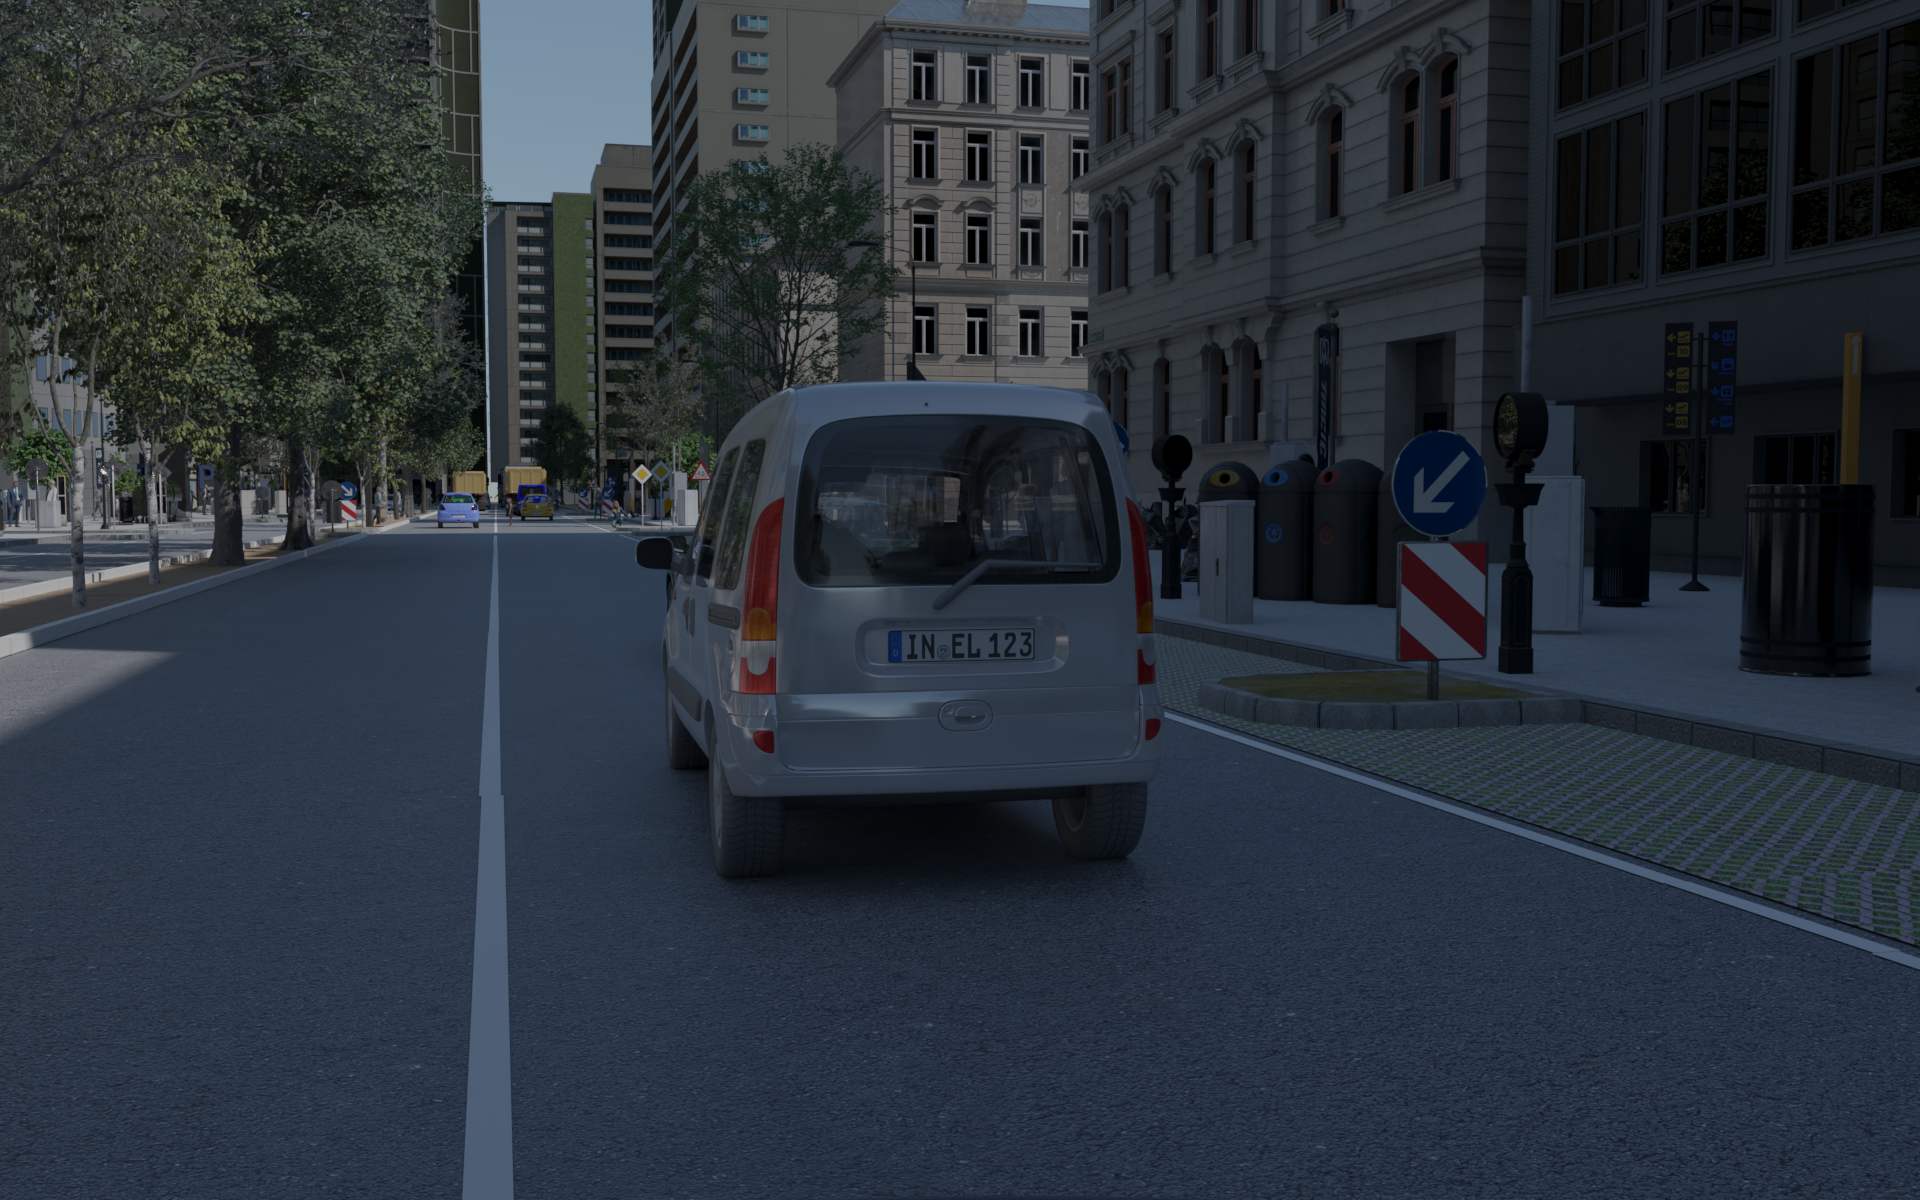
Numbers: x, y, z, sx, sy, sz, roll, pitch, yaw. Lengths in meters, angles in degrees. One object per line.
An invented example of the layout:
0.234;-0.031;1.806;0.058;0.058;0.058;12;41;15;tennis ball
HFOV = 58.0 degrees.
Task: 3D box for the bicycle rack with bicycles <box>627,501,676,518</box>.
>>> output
-17.113;-5.032;95.647;2.852;0.926;2.925;-2;4;-33;bicycle rack with bicycles

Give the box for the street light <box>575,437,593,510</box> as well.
-30.412;-10.257;140.240;1.470;5.913;1.316;-1;4;-15;street light

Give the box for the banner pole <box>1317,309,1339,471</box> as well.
4.933;-2.035;23.288;0.401;3.779;0.863;2;4;31;banner pole

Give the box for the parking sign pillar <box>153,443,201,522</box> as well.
-36.666;-5.648;80.812;1.447;3.967;1.447;0;4;4;parking sign pillar

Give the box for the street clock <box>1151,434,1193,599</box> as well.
2.587;-1.015;21.172;0.471;2.002;0.358;-2;4;-31;street clock

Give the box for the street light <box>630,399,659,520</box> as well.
-15.436;-6.849;84.523;1.470;5.913;1.316;-1;4;-15;street light

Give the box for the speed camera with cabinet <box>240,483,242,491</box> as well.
-44.105;-6.861;106.507;2.038;3.252;0.660;2;4;26;speed camera with cabinet

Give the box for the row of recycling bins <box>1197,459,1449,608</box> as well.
4.288;-0.833;20.740;1.069;1.692;3.534;-3;5;-41;row of recycling bins

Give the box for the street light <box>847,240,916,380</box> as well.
-1.378;-3.632;31.918;1.470;5.913;1.316;-1;4;-15;street light

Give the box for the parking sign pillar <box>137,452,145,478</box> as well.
-51.822;-7.462;110.476;1.447;3.967;1.447;1;4;16;parking sign pillar

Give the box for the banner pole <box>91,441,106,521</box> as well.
-40.900;-5.635;82.145;0.401;3.779;0.863;2;4;28;banner pole

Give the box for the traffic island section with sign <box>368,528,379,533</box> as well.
-22.679;-3.434;64.280;2.006;1.907;1.989;-1;4;-15;traffic island section with sign

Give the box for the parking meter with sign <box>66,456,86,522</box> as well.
-40.645;-5.066;79.084;1.738;3.016;0.543;2;4;33;parking meter with sign

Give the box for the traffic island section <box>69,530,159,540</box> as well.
-26.992;-2.015;55.218;2.009;0.180;2.903;-1;4;-15;traffic island section

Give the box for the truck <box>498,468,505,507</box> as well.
-49.639;-12.425;192.067;2.839;4.237;11.283;-1;4;-16;truck

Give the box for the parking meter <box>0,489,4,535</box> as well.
-29.953;-2.777;53.823;0.372;1.533;0.369;0;3;0;parking meter

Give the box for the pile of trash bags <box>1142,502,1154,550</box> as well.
4.876;-1.863;40.209;1.912;1.369;3.447;-2;4;-32;pile of trash bags

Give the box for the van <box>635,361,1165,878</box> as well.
-0.443;-0.059;7.970;2.013;2.044;4.112;-1;4;-13;van

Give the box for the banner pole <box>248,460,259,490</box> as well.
-47.371;-7.725;116.324;0.863;3.779;0.401;-1;4;-10;banner pole

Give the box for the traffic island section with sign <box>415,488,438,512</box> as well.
-42.129;-7.873;136.867;2.006;1.907;1.989;-1;4;-15;traffic island section with sign

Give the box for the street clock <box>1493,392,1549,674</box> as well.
3.987;-0.477;12.372;0.358;2.002;0.471;0;4;-4;street clock

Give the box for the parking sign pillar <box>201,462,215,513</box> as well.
-51.099;-7.894;117.543;1.447;3.967;1.447;-3;5;-42;parking sign pillar

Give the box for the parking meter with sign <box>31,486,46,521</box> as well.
-44.661;-5.363;83.950;0.543;3.016;1.738;0;4;-5;parking meter with sign

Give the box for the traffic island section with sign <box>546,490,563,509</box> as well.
-38.679;-9.617;165.868;1.989;1.847;2.006;-1;4;-15;traffic island section with sign

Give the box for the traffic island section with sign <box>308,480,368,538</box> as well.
-20.772;-2.996;57.122;2.006;1.907;1.989;-1;4;-15;traffic island section with sign

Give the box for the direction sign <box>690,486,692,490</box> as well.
-18.098;-7.616;116.514;0.876;3.537;0.379;0;4;5;direction sign

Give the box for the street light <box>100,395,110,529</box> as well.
-30.512;-5.522;62.820;1.470;5.913;1.316;-1;4;-15;street light

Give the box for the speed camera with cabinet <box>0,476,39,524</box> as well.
-41.529;-5.010;76.246;0.660;3.252;2.038;1;4;14;speed camera with cabinet

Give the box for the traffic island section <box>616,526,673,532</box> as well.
-12.304;-2.759;67.398;2.009;0.180;2.903;-1;4;-15;traffic island section

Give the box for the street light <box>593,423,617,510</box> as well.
-22.909;-8.569;112.636;1.470;5.913;1.316;-1;4;-15;street light

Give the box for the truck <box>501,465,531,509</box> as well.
-39.268;-10.112;155.095;2.967;4.110;18.799;-1;4;-17;truck

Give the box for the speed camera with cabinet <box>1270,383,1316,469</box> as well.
5.421;-2.198;30.275;2.038;3.252;0.660;-3;5;-44;speed camera with cabinet

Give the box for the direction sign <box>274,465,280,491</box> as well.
-52.503;-8.664;133.653;0.876;3.537;0.379;1;4;20;direction sign

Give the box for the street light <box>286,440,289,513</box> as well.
-45.410;-8.916;118.324;1.470;5.913;1.316;-1;4;-15;street light

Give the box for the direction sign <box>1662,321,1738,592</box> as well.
9.742;-1.888;22.870;0.876;3.537;0.379;1;4;23;direction sign

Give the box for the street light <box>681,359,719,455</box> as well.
-8.924;-5.344;59.909;1.470;5.913;1.316;-1;4;-15;street light

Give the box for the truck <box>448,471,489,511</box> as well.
-41.576;-9.225;146.746;3.469;3.379;9.791;-1;4;-16;truck

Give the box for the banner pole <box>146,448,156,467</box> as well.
-38.526;-5.662;82.596;0.401;3.779;0.863;1;4;16;banner pole

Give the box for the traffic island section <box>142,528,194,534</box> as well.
-29.059;-2.486;62.932;2.009;0.180;2.903;-1;4;-15;traffic island section

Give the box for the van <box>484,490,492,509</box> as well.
-45.146;-9.561;163.325;2.013;2.044;4.112;-1;4;-14;van

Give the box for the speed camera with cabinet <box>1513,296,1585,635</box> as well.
5.664;-1.368;16.697;0.660;3.252;2.038;1;4;16;speed camera with cabinet

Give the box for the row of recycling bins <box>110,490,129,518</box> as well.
-46.720;-5.445;96.143;1.069;1.692;3.534;-2;4;-28;row of recycling bins

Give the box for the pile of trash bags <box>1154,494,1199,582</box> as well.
4.850;-0.957;25.398;3.447;1.369;1.912;2;4;28;pile of trash bags

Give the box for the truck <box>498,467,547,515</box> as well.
-30.652;-7.704;121.878;3.469;3.379;9.791;-1;4;-16;truck

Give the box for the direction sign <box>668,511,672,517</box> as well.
-16.586;-6.516;98.528;0.876;3.537;0.379;0;4;-5;direction sign

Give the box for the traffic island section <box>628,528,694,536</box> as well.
-10.238;-2.288;59.683;2.009;0.180;2.903;-1;4;-15;traffic island section

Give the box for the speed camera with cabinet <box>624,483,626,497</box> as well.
-26.980;-8.713;136.788;0.660;3.252;2.038;1;4;10;speed camera with cabinet

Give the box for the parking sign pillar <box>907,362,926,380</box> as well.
-0.814;-2.829;34.734;1.447;3.967;1.447;-2;4;-30;parking sign pillar

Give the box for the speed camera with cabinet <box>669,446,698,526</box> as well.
-11.260;-4.661;70.543;0.660;3.252;2.038;-2;4;-27;speed camera with cabinet

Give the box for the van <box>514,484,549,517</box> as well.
-27.790;-6.604;112.358;2.240;2.365;5.245;-1;4;-14;van

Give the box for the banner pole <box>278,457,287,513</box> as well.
-45.488;-7.730;116.401;0.401;3.779;0.863;2;4;24;banner pole

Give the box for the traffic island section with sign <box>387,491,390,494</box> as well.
-62.382;-11.004;188.549;1.989;1.847;2.006;-1;4;-15;traffic island section with sign

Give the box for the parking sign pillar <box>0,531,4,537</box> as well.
-29.439;-3.867;51.692;1.447;3.967;1.447;3;5;42;parking sign pillar
